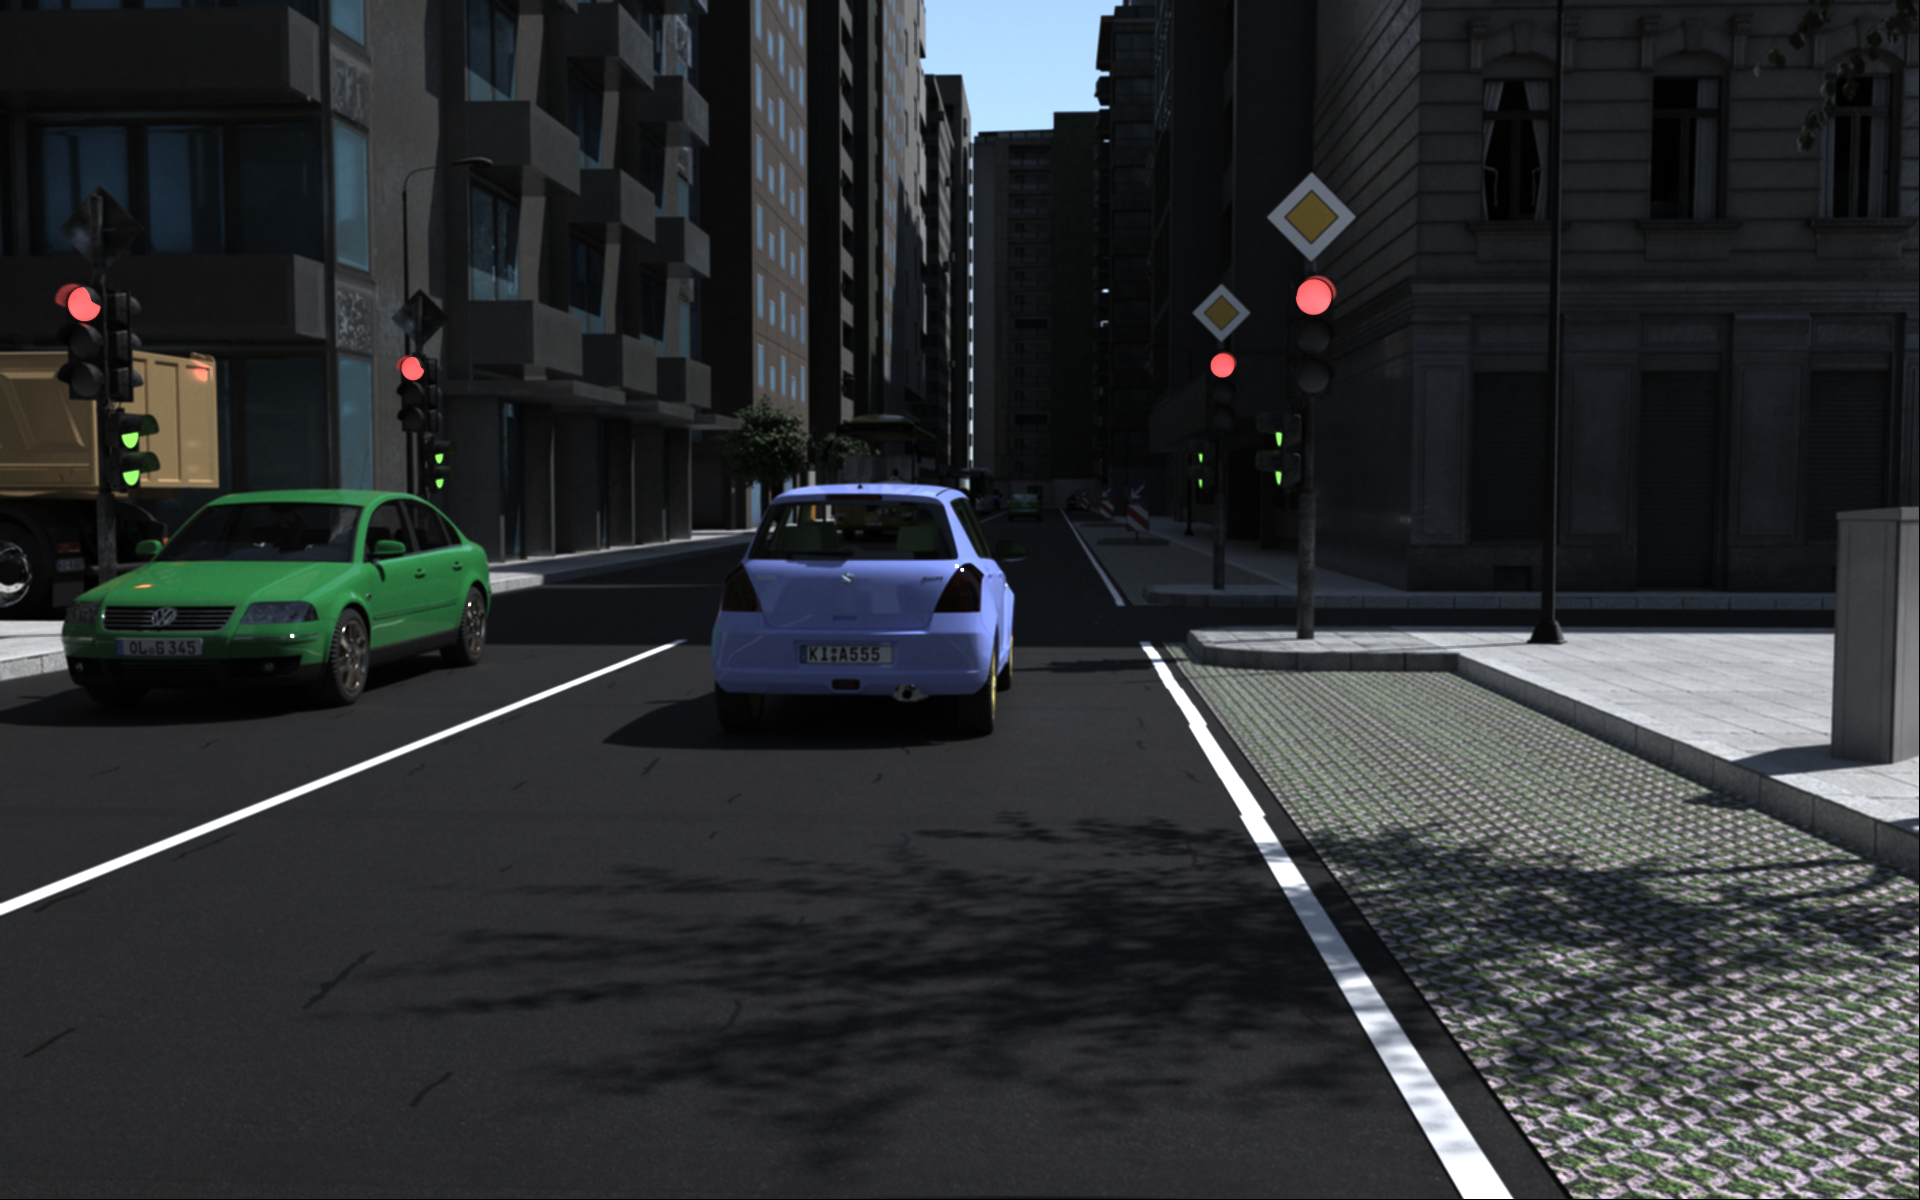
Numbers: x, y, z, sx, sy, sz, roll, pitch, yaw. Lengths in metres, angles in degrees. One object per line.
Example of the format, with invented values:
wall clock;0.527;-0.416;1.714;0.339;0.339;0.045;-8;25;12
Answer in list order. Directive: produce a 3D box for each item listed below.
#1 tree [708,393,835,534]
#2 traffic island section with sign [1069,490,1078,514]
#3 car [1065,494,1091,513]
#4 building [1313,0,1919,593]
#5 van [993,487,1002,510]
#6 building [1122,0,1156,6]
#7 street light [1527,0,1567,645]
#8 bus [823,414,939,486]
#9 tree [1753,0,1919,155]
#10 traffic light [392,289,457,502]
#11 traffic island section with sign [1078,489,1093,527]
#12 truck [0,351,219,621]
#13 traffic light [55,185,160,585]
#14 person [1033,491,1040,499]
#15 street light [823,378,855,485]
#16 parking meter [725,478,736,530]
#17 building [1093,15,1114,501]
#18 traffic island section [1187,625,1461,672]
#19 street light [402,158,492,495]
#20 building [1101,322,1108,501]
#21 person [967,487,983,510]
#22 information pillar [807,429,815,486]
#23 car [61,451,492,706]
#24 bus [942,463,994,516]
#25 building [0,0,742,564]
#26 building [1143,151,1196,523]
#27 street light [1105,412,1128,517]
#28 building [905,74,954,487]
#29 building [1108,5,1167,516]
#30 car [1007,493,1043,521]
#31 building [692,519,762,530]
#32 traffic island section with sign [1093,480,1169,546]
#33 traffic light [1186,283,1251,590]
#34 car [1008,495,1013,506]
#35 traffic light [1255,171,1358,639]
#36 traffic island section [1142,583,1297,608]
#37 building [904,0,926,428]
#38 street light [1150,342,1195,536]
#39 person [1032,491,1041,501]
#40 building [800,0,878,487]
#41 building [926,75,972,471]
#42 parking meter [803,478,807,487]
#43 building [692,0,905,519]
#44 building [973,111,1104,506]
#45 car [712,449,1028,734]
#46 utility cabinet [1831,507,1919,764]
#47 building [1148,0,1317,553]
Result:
tree;-6.460;-4.446;56.399;4.285;4.588;4.351;0;3;0
traffic island section with sign;8.878;-7.117;124.982;1.989;1.847;2.006;0;4;3
car;9.158;-7.616;134.311;2.009;1.686;4.222;0;4;2
building;15.025;-10.836;26.322;18.267;20.994;9.793;0;4;3
van;2.691;-9.285;156.191;2.240;2.365;5.245;0;4;2
building;23.371;-31.125;128.502;23.786;49.044;30.456;0;4;3
street light;4.527;-2.585;14.799;1.470;5.913;1.316;0;4;3
bus;-2.298;-4.004;57.009;2.896;3.916;12.252;0;4;3
tree;4.744;-3.471;7.106;4.360;8.622;3.978;0;3;0
traffic light;-7.381;-2.132;23.774;0.839;4.253;0.868;0;4;3
traffic island section with sign;6.286;-4.109;75.804;1.989;1.847;2.006;0;4;3
truck;-14.015;-1.499;20.433;9.791;3.379;3.469;0;4;5
traffic light;-7.802;-1.644;15.800;0.839;4.253;0.868;0;4;3
person;6.705;-8.960;155.710;1.217;1.736;0.721;2;4;27
street light;-4.900;-5.916;69.271;1.470;5.913;1.316;0;4;3
parking meter;-8.136;-3.408;61.427;0.255;1.863;0.399;2;4;27
building;23.447;-30.817;158.481;22.147;44.769;28.867;0;4;3
traffic island section;3.084;0.423;15.357;2.009;0.180;2.903;0;4;3
street light;-7.157;-3.155;24.118;1.470;5.913;1.316;0;4;3
building;30.524;-21.407;195.050;28.899;21.520;27.650;0;4;3
person;0.763;-5.698;101.299;1.348;1.869;0.705;-3;4;-36
information pillar;-5.312;-4.319;61.974;0.183;3.616;0.504;1;4;23
car;-4.955;-0.265;13.127;1.959;1.807;4.718;0;4;1
bus;0.717;-7.567;118.581;2.948;3.499;13.247;0;4;4
building;-18.218;-25.583;37.896;23.786;49.044;30.456;0;4;3
building;15.867;-15.963;80.087;14.460;24.649;34.723;0;4;3
street light;8.858;-7.646;97.554;1.470;5.913;1.316;0;4;3
building;-12.805;-28.586;159.262;23.993;40.220;32.217;0;4;3
building;16.166;-20.471;106.398;14.160;30.474;14.107;0;4;3
car;3.458;-5.104;92.251;1.959;1.807;4.718;0;4;2
building;-13.894;-25.565;68.096;14.600;45.320;14.200;0;4;3
traffic island section with sign;4.860;-2.460;48.841;1.989;1.847;2.006;0;4;3
traffic light;3.466;-2.098;23.220;0.839;4.253;0.868;0;4;3
car;4.633;-7.372;132.893;2.083;1.381;4.827;0;4;2
traffic light;3.045;-1.610;15.246;0.839;4.253;0.868;0;4;3
traffic island section;3.505;-0.064;23.332;2.009;0.180;2.903;0;4;3
building;-16.618;-32.871;126.675;28.713;52.752;27.495;0;4;3
street light;6.508;-4.930;53.151;1.470;5.913;1.316;0;4;3
person;6.803;-8.816;153.446;0.742;1.727;0.445;-1;4;-22
building;-11.994;-19.504;90.592;14.160;30.474;14.107;0;4;3
building;-9.739;-34.835;193.255;21.600;48.544;21.300;0;4;3
parking meter;-5.563;-3.557;63.866;0.399;1.863;0.255;-1;4;-15
building;-10.889;-27.869;105.764;14.600;45.320;14.200;0;4;3
building;8.444;-30.902;188.849;14.086;41.232;14.154;0;4;3
car;-0.523;-0.129;11.695;1.945;1.707;3.694;0;4;4
utility cabinet;4.687;0.154;8.638;1.020;1.237;0.306;-3;5;-44
building;13.219;-13.993;47.851;14.314;24.678;30.058;0;4;3
